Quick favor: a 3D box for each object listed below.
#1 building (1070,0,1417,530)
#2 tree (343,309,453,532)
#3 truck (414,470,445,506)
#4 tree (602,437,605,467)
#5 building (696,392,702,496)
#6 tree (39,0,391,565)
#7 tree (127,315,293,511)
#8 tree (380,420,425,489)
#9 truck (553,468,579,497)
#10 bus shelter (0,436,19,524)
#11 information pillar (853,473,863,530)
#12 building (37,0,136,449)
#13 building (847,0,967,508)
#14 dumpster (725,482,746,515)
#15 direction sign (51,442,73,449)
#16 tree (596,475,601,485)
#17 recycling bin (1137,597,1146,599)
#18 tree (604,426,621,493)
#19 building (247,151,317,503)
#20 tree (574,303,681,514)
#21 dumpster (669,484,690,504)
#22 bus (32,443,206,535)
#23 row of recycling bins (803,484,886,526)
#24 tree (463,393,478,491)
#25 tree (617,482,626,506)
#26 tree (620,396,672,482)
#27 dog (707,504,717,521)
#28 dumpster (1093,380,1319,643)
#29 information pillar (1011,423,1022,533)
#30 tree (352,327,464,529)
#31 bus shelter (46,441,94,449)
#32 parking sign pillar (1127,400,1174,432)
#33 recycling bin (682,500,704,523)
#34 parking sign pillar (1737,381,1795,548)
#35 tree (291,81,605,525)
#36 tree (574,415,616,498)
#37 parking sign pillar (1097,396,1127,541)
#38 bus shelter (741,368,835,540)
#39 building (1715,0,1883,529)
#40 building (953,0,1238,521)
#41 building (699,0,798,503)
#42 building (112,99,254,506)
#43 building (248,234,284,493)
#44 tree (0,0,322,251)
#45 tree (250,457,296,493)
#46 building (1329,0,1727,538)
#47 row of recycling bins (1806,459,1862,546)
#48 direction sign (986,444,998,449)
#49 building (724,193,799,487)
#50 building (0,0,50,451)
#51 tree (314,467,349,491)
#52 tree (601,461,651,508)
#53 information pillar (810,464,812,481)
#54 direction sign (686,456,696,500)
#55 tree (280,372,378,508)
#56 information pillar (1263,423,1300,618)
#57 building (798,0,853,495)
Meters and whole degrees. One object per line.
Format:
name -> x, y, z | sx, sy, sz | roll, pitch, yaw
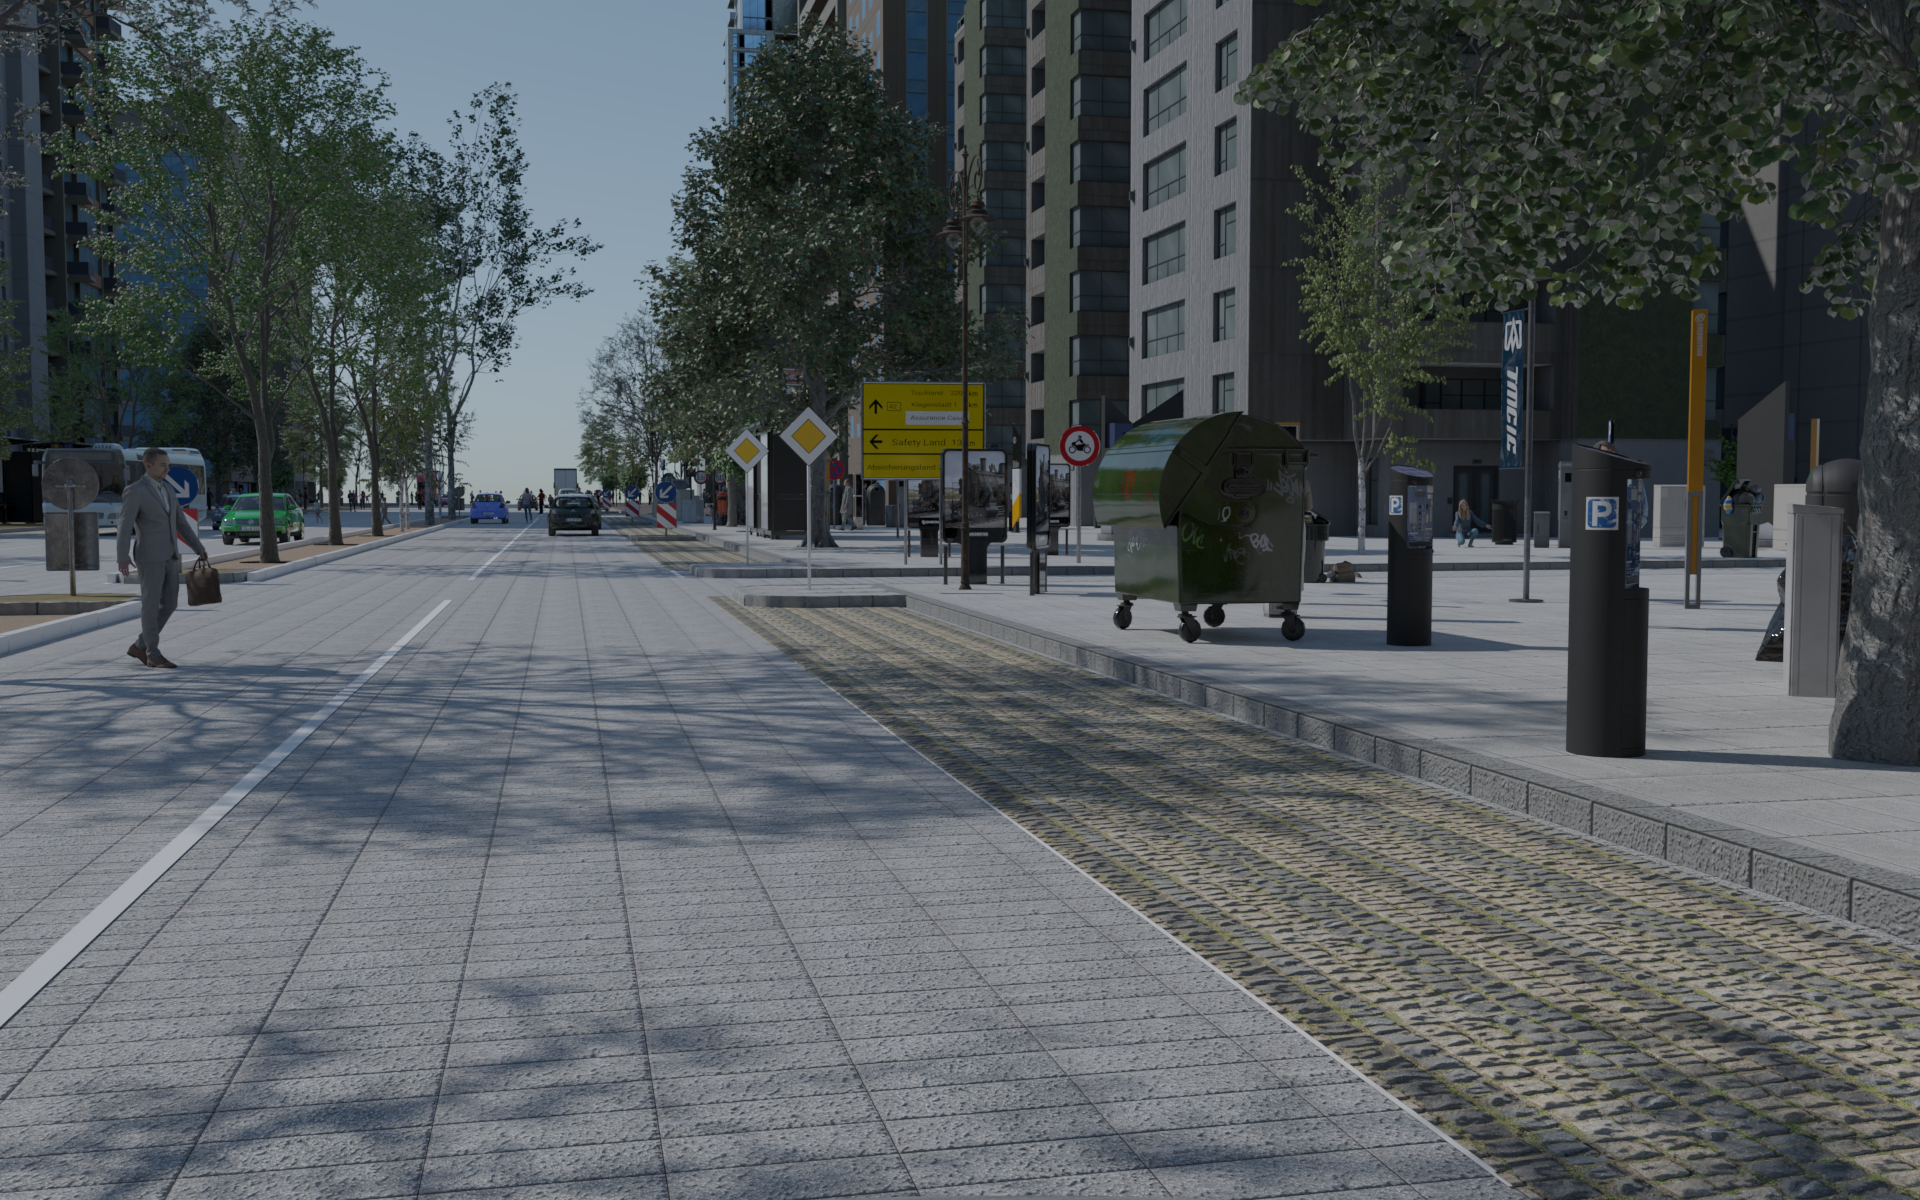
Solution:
building -> 9.915, -18.598, 75.775 | 14.160, 30.474, 14.107 | -1, 4, -13
tree -> -21.133, -6.878, 65.277 | 4.737, 8.622, 4.395 | 0, 3, 0
truck -> -63.647, -13.403, 208.050 | 2.839, 4.237, 11.283 | -1, 4, -12
tree -> -40.710, -15.598, 205.395 | 4.737, 8.622, 4.395 | 0, 3, 0
building -> -32.398, -29.732, 257.811 | 14.160, 30.474, 14.107 | -1, 4, -13
tree -> -14.382, -6.561, 35.483 | 9.928, 11.665, 9.643 | 0, 3, 0
tree -> -46.861, -11.747, 109.075 | 9.611, 12.733, 9.660 | 0, 3, 0
tree -> -75.837, -19.390, 235.155 | 7.486, 12.596, 7.792 | 0, 3, 0
truck -> -43.962, -12.495, 193.209 | 2.839, 4.237, 11.283 | -1, 4, -13
bus shelter -> -40.213, -4.962, 72.410 | 1.731, 3.624, 6.357 | -1, 4, -13
information pillar -> -3.635, -3.509, 61.863 | 0.304, 2.012, 0.304 | -1, 4, -16
building -> -78.485, -29.385, 135.069 | 22.147, 44.769, 28.867 | -1, 4, -13
building -> 0.339, -28.557, 117.023 | 14.600, 45.320, 14.200 | -1, 4, -13
dumpster -> -9.416, -4.224, 74.815 | 1.264, 1.857, 1.865 | -1, 4, -13
direction sign -> -38.979, -5.092, 75.244 | 0.876, 3.537, 0.379 | -1, 4, -12
tree -> -45.585, -14.794, 225.592 | 4.285, 4.588, 4.351 | 0, 3, 0
recycling bin -> 2.411, -0.543, 21.428 | 0.722, 1.027, 0.722 | 2, 4, 31
tree -> -28.926, -12.529, 155.204 | 4.737, 8.622, 4.395 | 0, 3, 0
building -> -101.021, -37.463, 236.226 | 21.300, 48.544, 21.600 | -1, 4, -13
tree -> -19.582, -12.285, 111.230 | 12.009, 13.543, 11.850 | 0, 3, 0
dumpster -> -14.695, -5.215, 91.022 | 1.264, 1.857, 1.865 | -1, 4, -13
bus -> -30.666, -4.219, 63.836 | 2.948, 3.499, 13.247 | -1, 4, -11
row of recycling bins -> -4.744, -3.896, 70.815 | 3.534, 1.692, 1.069 | 1, 4, 13
tree -> -26.280, -8.226, 87.316 | 4.360, 8.622, 3.978 | 0, 3, 0
tree -> -36.810, -11.984, 190.533 | 1.663, 3.219, 1.824 | 0, 3, 0
tree -> -21.644, -10.488, 121.845 | 4.360, 8.622, 3.978 | 0, 3, 0
dog -> -11.418, -4.089, 81.239 | 0.800, 0.831, 0.513 | 3, 5, 41
dumpster -> 2.207, -0.809, 15.721 | 1.502, 2.255, 1.985 | -1, 4, -13
information pillar -> 1.874, -4.026, 57.186 | 0.183, 3.616, 0.504 | -2, 4, -26
tree -> -22.331, -7.152, 69.763 | 4.360, 8.622, 3.978 | 0, 3, 0
bus shelter -> -41.181, -5.392, 79.435 | 1.731, 3.624, 6.357 | -1, 4, -13
parking sign pillar -> 5.091, -3.435, 44.635 | 1.447, 3.967, 1.447 | 0, 4, 6
recycling bin -> -11.805, -3.920, 76.650 | 0.722, 1.027, 0.722 | 1, 4, 20
parking sign pillar -> 19.514, -3.271, 41.959 | 1.447, 3.967, 1.447 | -2, 4, -28
tree -> -22.880, -13.439, 78.075 | 12.611, 20.169, 13.585 | 0, 3, 0
tree -> -51.424, -20.161, 247.762 | 7.486, 12.596, 7.792 | 0, 3, 0
parking sign pillar -> 4.506, -3.630, 47.827 | 1.447, 3.967, 1.447 | -3, 5, -39
bus shelter -> -5.466, -4.590, 52.683 | 2.179, 5.291, 8.768 | -1, 4, -13
building -> 37.944, -38.297, 64.407 | 20.611, 71.187, 20.563 | -1, 4, -13
building -> 6.607, -20.139, 100.966 | 14.160, 30.474, 14.107 | -1, 4, -13
building -> -23.307, -56.412, 235.009 | 22.319, 86.520, 31.000 | -1, 4, -13
building -> -88.663, -33.343, 195.269 | 14.600, 45.320, 14.200 | -1, 4, -13
building -> -101.292, -31.856, 212.729 | 32.217, 40.220, 23.993 | -1, 4, -13
tree -> -10.087, -6.176, 13.805 | 12.009, 13.543, 11.850 | 0, 3, 0
tree -> -51.724, -8.977, 130.495 | 4.285, 4.588, 4.351 | 0, 3, 0
building -> 14.217, -17.367, 55.654 | 14.107, 30.474, 14.160 | -1, 4, -13
row of recycling bins -> 11.325, -0.862, 21.199 | 1.069, 1.692, 3.534 | 3, 5, 44
direction sign -> 1.314, -5.321, 78.987 | 0.876, 3.537, 0.379 | 1, 4, 19
building -> -22.041, -32.398, 213.302 | 14.154, 41.232, 14.086 | -1, 4, -13
building -> -71.865, -34.486, 105.848 | 21.231, 58.520, 28.212 | -1, 4, -13
tree -> -61.140, -11.325, 168.880 | 4.285, 4.588, 4.351 | 0, 3, 0
tree -> -30.815, -11.036, 164.147 | 4.285, 4.588, 4.351 | 0, 3, 0
information pillar -> -7.546, -5.879, 87.472 | 0.183, 3.616, 0.504 | -2, 4, -25
direction sign -> -12.316, -5.340, 79.312 | 0.379, 3.537, 0.876 | 1, 4, 21
tree -> -59.135, -14.803, 160.153 | 7.486, 12.596, 7.792 | 0, 3, 0
information pillar -> 3.340, -0.827, 18.018 | 0.304, 2.012, 0.304 | 0, 4, -2
building -> -0.585, -31.281, 135.139 | 21.300, 48.544, 21.600 | -1, 4, -13
